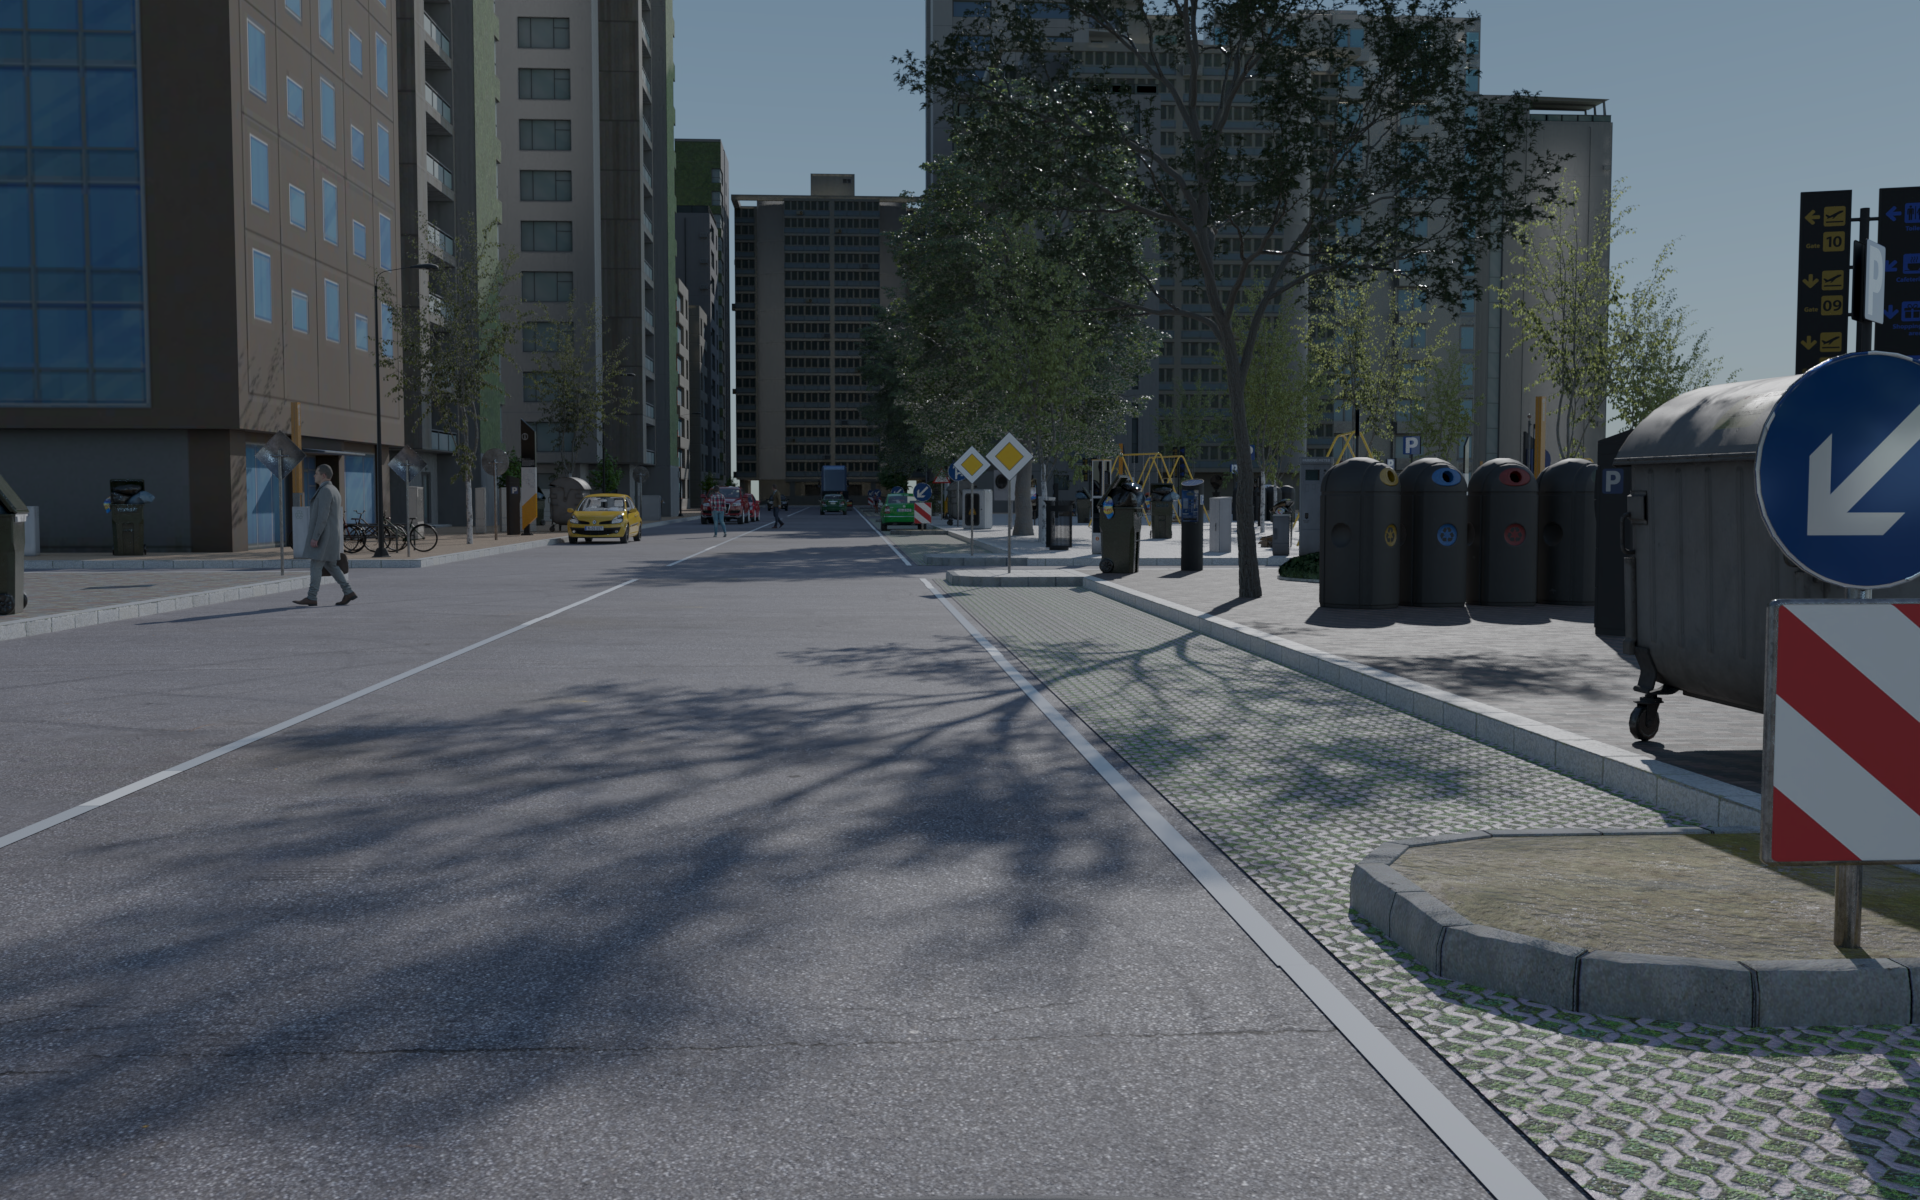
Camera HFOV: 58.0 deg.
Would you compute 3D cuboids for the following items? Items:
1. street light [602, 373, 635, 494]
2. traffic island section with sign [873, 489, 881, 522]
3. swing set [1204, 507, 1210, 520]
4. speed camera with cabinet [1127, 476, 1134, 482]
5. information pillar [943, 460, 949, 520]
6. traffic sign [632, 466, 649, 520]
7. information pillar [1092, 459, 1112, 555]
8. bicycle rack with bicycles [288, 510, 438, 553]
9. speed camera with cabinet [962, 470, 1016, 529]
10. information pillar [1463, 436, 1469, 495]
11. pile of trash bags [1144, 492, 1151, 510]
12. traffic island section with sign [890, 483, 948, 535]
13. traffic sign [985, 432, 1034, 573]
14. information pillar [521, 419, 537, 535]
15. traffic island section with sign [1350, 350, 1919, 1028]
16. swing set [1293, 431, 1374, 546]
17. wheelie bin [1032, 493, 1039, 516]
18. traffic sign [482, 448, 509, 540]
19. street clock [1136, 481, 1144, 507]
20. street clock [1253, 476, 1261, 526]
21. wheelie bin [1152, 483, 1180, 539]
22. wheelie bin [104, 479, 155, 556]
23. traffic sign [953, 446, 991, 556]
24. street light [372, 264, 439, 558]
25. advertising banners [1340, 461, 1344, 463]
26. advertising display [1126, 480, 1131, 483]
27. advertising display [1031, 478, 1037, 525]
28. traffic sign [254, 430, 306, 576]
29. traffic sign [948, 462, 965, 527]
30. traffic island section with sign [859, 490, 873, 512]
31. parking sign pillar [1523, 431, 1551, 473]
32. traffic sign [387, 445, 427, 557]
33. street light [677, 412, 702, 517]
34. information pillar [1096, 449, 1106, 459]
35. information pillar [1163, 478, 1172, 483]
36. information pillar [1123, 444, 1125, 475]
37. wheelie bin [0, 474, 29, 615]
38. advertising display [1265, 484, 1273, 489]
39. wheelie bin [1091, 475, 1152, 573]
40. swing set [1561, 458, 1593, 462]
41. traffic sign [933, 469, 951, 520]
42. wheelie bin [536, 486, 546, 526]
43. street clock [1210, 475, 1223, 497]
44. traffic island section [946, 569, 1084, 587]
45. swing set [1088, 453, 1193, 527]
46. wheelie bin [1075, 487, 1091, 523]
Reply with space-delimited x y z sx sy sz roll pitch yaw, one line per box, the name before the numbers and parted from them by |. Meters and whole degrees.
street light | -13.185 -5.759 66.704 1.470 5.913 1.316 0 4 -4
traffic island section with sign | -3.305 -4.860 88.096 1.989 1.847 2.006 0 4 -4
swing set | 8.528 -4.516 71.455 2.862 2.851 3.119 -1 4 -19
speed camera with cabinet | 7.970 -5.788 88.965 2.038 3.252 0.660 -2 4 -33
information pillar | -0.656 -5.814 86.420 0.183 3.616 0.504 -1 4 -20
traffic sign | -14.612 -4.843 79.282 0.768 2.556 0.104 0 4 -1
information pillar | 3.007 -1.977 36.822 0.304 2.012 0.304 3 5 40
bicycle rack with bicycles | -13.029 -1.525 38.311 2.925 0.926 2.852 0 4 -4
speed camera with cabinet | 1.071 -4.208 63.141 2.038 3.252 0.660 2 4 34
information pillar | 20.457 -4.813 70.052 0.183 3.616 0.504 2 4 34
pile of trash bags | 10.602 -4.781 87.928 1.912 1.369 3.447 -3 4 -38
traffic island section with sign | -1.466 -3.216 61.204 1.989 1.847 2.006 0 4 -4
traffic sign | 0.795 -1.490 27.998 0.795 2.450 0.064 0 4 -4
information pillar | -13.371 -3.812 53.682 0.504 3.616 0.183 1 4 12
traffic island section with sign | 2.369 0.186 5.580 1.989 1.847 2.006 0 4 -4
swing set | 9.815 -2.824 43.791 2.862 2.851 3.119 0 4 5
wheelie bin | 4.278 -5.669 100.598 0.693 1.594 0.980 0 4 -4
traffic sign | -12.920 -2.939 48.158 0.768 2.556 0.104 0 4 1
street clock | 9.821 -5.504 94.563 0.358 2.002 0.471 -2 4 -31
street clock | 12.001 -3.951 69.168 0.358 2.002 0.471 0 4 -2
wheelie bin | 5.834 -2.566 49.869 0.980 1.594 0.693 0 4 3
wheelie bin | -17.338 -1.728 36.164 0.980 1.594 0.693 -2 4 -23
traffic sign | 0.247 -1.977 35.964 0.795 2.450 0.064 0 4 -4
street light | -11.207 -3.821 35.019 1.470 5.913 1.316 0 4 -4
advertising banners | 20.375 -5.772 90.568 0.090 3.025 2.074 -1 4 -18
advertising display | 7.625 -4.538 79.402 0.123 1.923 0.974 -1 4 -18
advertising display | 2.731 -4.018 70.914 0.974 1.923 0.123 -3 4 -36
traffic sign | -10.674 -1.443 27.233 0.795 2.450 0.064 0 4 -4
traffic sign | -0.082 -4.146 67.895 0.768 2.556 0.104 0 4 5
traffic island section with sign | -8.561 -9.540 164.607 1.989 1.847 2.006 0 4 -4
parking sign pillar | 24.876 -5.268 74.601 1.447 3.967 1.447 -2 4 -24
traffic sign | -11.221 -1.930 35.200 0.795 2.450 0.064 0 4 -4
street light | -15.359 -7.701 98.455 1.470 5.913 1.316 0 4 -4
information pillar | 6.840 -5.674 84.122 0.504 3.616 0.183 -1 4 -12
information pillar | 9.540 -4.595 79.616 0.304 2.012 0.304 -3 5 -43
information pillar | 7.597 -5.460 80.631 0.183 3.616 0.504 0 4 -3
wheelie bin | -10.381 -0.647 18.489 0.693 1.594 0.980 -1 4 -17
advertising display | 19.605 -6.489 111.308 0.974 1.923 0.123 0 4 -8
wheelie bin | 2.647 -1.247 28.294 0.693 1.594 0.980 1 4 19
swing set | 27.408 -4.871 77.259 2.862 2.851 3.119 0 4 -3
traffic sign | -0.899 -5.188 84.829 0.884 2.594 0.081 0 4 1
wheelie bin | -17.276 -3.822 70.392 0.980 1.594 0.693 2 4 34
street clock | 9.653 -3.713 65.280 0.471 2.002 0.358 0 4 7
traffic island section | 0.818 -0.354 28.077 2.009 0.180 2.903 0 4 -4
swing set | 6.948 -4.229 66.763 2.862 2.851 3.119 -2 4 -26
wheelie bin | 5.464 -4.198 76.549 0.693 1.594 0.980 1 4 11
